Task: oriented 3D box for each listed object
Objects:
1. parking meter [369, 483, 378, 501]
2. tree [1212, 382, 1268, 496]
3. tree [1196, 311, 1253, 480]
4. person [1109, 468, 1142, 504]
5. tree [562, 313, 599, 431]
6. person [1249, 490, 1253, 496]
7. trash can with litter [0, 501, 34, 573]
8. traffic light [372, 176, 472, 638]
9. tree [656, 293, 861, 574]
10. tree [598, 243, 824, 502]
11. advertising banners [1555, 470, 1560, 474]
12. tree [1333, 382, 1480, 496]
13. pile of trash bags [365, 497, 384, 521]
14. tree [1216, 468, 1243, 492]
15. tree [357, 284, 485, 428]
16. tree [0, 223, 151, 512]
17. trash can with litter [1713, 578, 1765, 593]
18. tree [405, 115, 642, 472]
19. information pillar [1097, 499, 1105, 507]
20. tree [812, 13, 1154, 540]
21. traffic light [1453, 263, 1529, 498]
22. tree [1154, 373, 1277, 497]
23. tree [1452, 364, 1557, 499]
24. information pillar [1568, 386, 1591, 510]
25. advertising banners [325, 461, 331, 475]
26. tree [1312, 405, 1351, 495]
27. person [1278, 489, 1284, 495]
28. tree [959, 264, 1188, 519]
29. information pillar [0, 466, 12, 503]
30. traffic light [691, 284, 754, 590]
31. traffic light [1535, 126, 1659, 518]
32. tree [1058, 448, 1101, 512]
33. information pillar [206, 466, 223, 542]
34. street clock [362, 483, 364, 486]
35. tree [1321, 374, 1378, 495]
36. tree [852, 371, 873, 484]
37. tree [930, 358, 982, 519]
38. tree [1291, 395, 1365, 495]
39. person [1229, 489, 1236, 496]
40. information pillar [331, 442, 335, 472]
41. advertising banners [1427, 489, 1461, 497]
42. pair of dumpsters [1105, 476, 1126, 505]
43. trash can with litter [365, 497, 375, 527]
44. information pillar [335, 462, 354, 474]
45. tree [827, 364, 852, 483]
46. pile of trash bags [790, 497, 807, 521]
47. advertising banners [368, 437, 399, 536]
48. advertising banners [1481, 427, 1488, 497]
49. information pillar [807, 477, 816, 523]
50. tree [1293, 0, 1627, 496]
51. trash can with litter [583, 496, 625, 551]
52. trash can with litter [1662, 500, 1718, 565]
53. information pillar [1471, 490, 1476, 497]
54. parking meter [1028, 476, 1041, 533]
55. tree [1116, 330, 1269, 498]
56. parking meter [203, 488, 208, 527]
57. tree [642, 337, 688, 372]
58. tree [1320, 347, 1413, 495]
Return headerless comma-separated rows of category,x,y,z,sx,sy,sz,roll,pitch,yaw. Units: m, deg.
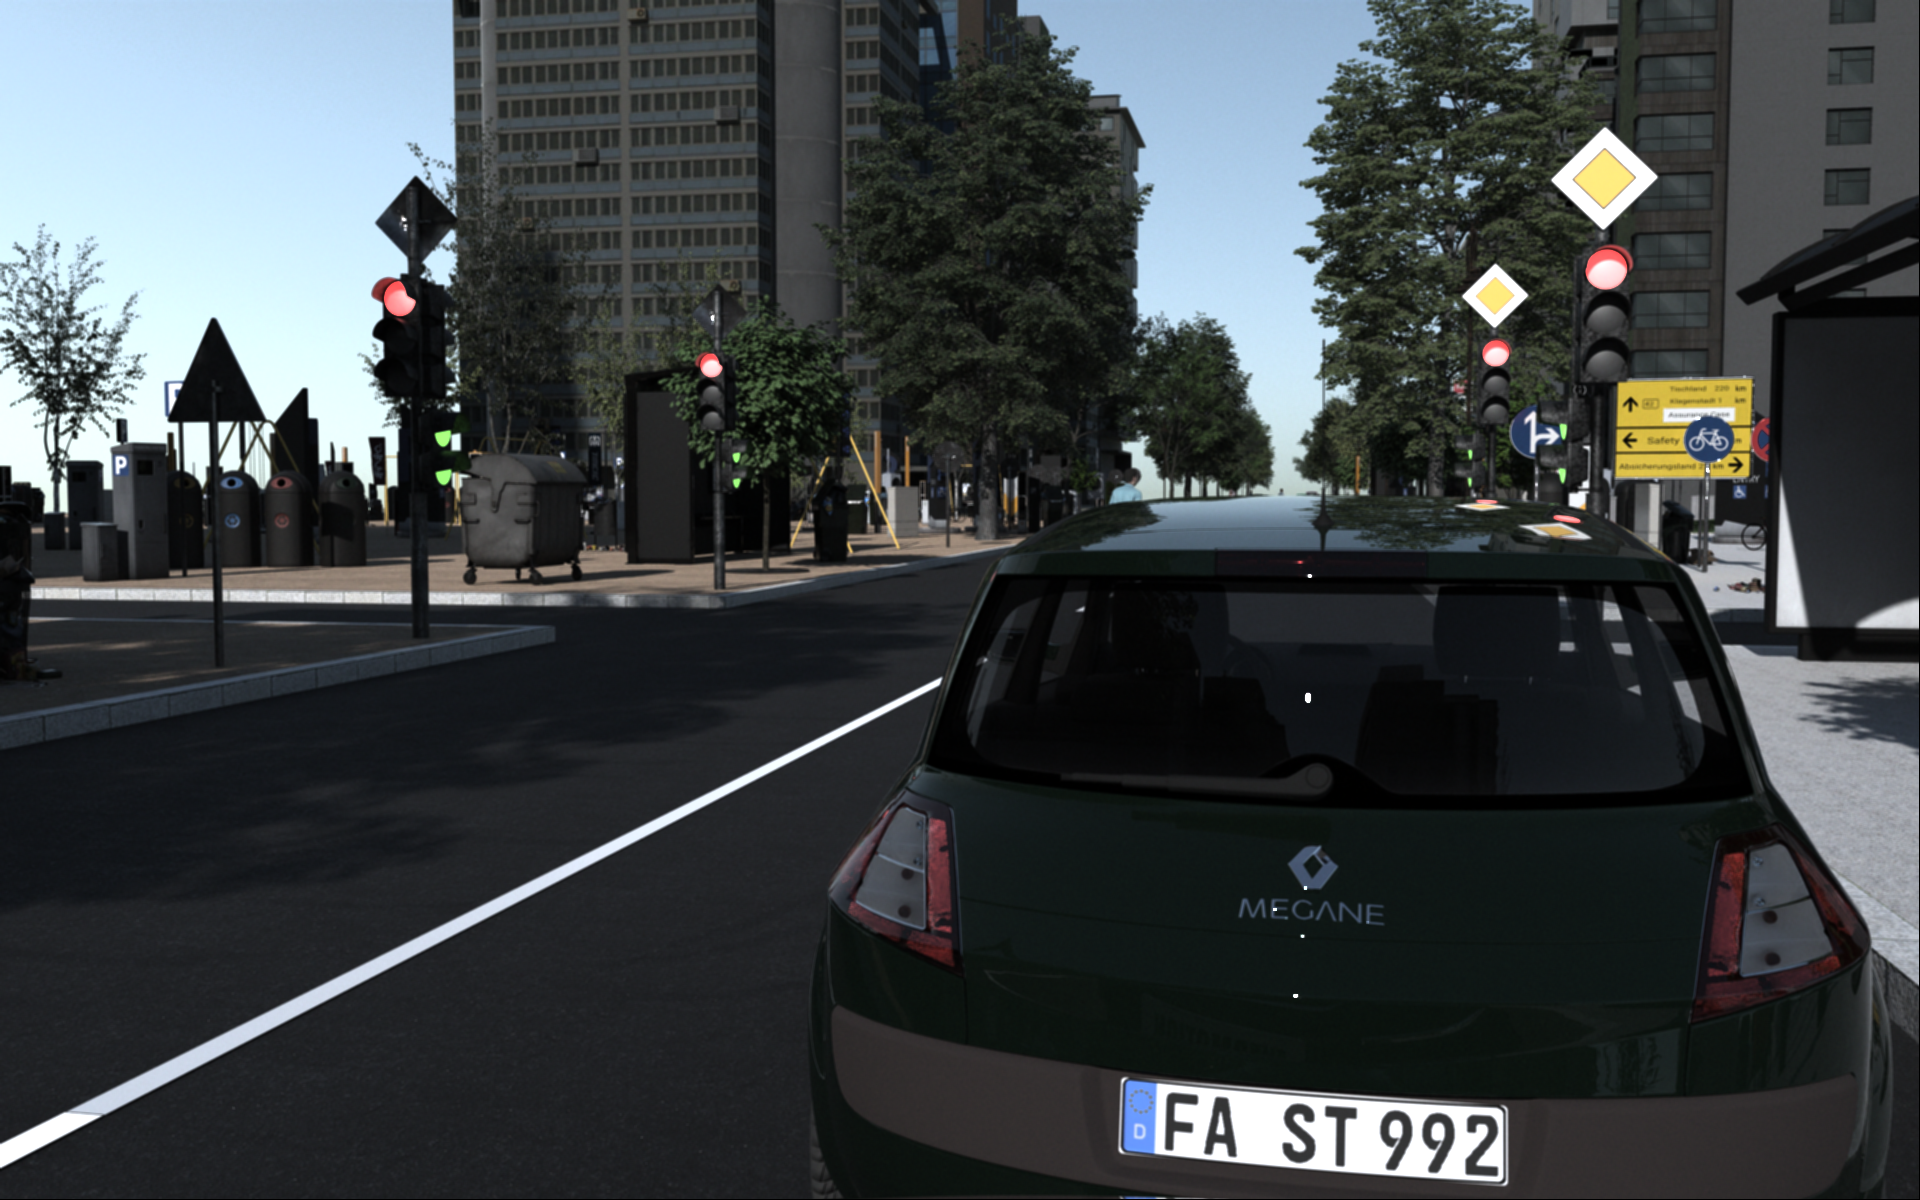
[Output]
parking meter,-31.384,-5.318,92.658,0.399,1.863,0.255,-1,4,-9
tree,25.514,-15.979,171.630,12.009,13.543,11.850,0,3,0
tree,16.153,-13.214,122.696,9.857,13.997,8.962,0,3,0
person,2.452,-1.080,26.177,0.660,1.820,0.620,3,4,37
tree,-12.733,-7.031,65.318,4.737,8.622,4.395,0,3,0
person,30.734,-10.648,182.684,0.705,1.814,1.350,3,5,42
trash can with litter,-14.722,-0.946,26.855,0.624,1.170,1.055,-2,4,-27
traffic light,-4.800,-1.616,15.350,0.839,4.253,0.868,1,4,11
tree,-3.273,-2.734,28.409,4.285,4.588,4.351,0,3,0
tree,-7.377,-6.180,51.402,4.737,8.622,4.395,0,3,0
advertising banners,23.083,-4.172,64.399,2.074,3.025,0.090,1,4,12
tree,12.663,-3.903,47.532,4.285,4.588,4.351,0,3,0
pile of trash bags,-28.806,-4.500,83.321,1.912,1.369,3.447,-1,4,-11
tree,29.778,-12.638,190.347,4.285,4.588,4.351,0,3,0
tree,-18.291,-6.704,59.971,4.737,8.622,4.395,0,3,0
tree,-25.027,-5.988,48.267,4.360,8.622,3.978,0,3,0
trash can with litter,10.800,-0.721,22.845,1.678,1.210,2.233,0,4,8
tree,-8.949,-5.120,34.075,4.360,8.622,3.978,0,3,0
information pillar,6.609,-4.695,81.250,0.304,2.012,0.304,2,4,30
tree,0.788,-8.646,48.011,9.857,13.997,8.962,0,3,0
traffic light,6.503,-1.976,21.233,0.839,4.253,0.868,1,4,11
tree,21.576,-14.435,153.023,9.611,12.733,9.660,0,3,0
tree,8.259,-1.920,25.992,1.663,3.219,1.824,0,3,0
information pillar,10.700,-2.348,29.742,0.504,3.616,0.183,1,4,13
advertising banners,-32.435,-5.813,91.236,2.074,3.025,0.090,0,4,6
tree,39.445,-14.851,177.223,7.601,10.594,8.767,-1,4,-21
person,23.356,-7.172,125.743,0.705,1.826,1.348,-2,4,-26
tree,4.064,-8.011,65.397,8.767,10.594,7.601,-1,4,-16
information pillar,-24.890,-2.481,45.061,0.304,2.012,0.304,0,4,8
traffic light,-3.215,-2.095,23.177,0.839,4.253,0.868,1,4,11
traffic light,4.918,-1.498,13.406,0.839,4.253,0.868,1,4,11
tree,5.111,-4.744,72.167,1.663,3.219,1.824,0,3,0
information pillar,-19.782,-2.540,46.018,0.304,2.012,0.304,2,4,26
street clock,-36.531,-6.166,105.390,0.471,2.002,0.358,-2,4,-32
tree,23.345,-9.124,99.534,4.737,8.622,4.395,0,3,0
tree,-6.838,-8.960,96.853,4.737,8.622,4.395,0,3,0
tree,0.053,-8.372,87.245,4.360,8.622,3.978,0,3,0
tree,43.515,-17.323,200.239,9.611,12.733,9.660,0,3,0
person,15.455,-5.461,98.455,0.551,1.740,0.621,3,5,40
information pillar,-28.230,-5.301,78.024,0.183,3.616,0.504,-1,4,-10
advertising banners,15.061,-3.462,52.790,2.074,3.025,0.090,-2,4,-27
pair of dumpsters,8.297,-5.515,92.666,1.574,2.255,4.437,1,4,12
trash can with litter,-23.864,-3.478,67.921,1.678,1.210,2.233,3,5,41
information pillar,-14.140,-2.161,39.830,0.304,2.012,0.304,3,5,43
tree,-7.662,-7.391,71.208,4.737,8.622,4.395,0,3,0
pile of trash bags,-8.771,-4.530,83.823,3.447,1.369,1.912,3,4,37
advertising banners,-17.042,-3.472,52.957,2.074,3.025,0.090,0,4,3
advertising banners,9.579,-2.163,31.549,0.090,3.025,2.074,1,4,19
information pillar,-6.498,-4.368,75.913,0.304,2.012,0.304,-2,4,-33
tree,10.667,-7.303,37.524,7.486,12.596,7.792,0,3,0
trash can with litter,-7.689,-1.721,39.199,2.233,1.210,1.678,1,4,9
trash can with litter,13.386,-1.247,31.778,0.624,1.170,1.055,-2,4,-35
information pillar,21.585,-4.983,72.823,0.183,3.616,0.504,0,4,-3
parking meter,2.479,-3.169,57.519,0.399,1.863,0.255,1,4,17
tree,13.530,-11.343,111.218,9.928,11.665,9.643,0,3,0
parking meter,-29.733,-3.679,68.559,0.372,1.533,0.369,0,3,0
tree,-13.680,-7.925,79.936,4.360,8.622,3.978,0,3,0
tree,20.640,-8.218,84.733,4.360,8.622,3.978,0,3,0
